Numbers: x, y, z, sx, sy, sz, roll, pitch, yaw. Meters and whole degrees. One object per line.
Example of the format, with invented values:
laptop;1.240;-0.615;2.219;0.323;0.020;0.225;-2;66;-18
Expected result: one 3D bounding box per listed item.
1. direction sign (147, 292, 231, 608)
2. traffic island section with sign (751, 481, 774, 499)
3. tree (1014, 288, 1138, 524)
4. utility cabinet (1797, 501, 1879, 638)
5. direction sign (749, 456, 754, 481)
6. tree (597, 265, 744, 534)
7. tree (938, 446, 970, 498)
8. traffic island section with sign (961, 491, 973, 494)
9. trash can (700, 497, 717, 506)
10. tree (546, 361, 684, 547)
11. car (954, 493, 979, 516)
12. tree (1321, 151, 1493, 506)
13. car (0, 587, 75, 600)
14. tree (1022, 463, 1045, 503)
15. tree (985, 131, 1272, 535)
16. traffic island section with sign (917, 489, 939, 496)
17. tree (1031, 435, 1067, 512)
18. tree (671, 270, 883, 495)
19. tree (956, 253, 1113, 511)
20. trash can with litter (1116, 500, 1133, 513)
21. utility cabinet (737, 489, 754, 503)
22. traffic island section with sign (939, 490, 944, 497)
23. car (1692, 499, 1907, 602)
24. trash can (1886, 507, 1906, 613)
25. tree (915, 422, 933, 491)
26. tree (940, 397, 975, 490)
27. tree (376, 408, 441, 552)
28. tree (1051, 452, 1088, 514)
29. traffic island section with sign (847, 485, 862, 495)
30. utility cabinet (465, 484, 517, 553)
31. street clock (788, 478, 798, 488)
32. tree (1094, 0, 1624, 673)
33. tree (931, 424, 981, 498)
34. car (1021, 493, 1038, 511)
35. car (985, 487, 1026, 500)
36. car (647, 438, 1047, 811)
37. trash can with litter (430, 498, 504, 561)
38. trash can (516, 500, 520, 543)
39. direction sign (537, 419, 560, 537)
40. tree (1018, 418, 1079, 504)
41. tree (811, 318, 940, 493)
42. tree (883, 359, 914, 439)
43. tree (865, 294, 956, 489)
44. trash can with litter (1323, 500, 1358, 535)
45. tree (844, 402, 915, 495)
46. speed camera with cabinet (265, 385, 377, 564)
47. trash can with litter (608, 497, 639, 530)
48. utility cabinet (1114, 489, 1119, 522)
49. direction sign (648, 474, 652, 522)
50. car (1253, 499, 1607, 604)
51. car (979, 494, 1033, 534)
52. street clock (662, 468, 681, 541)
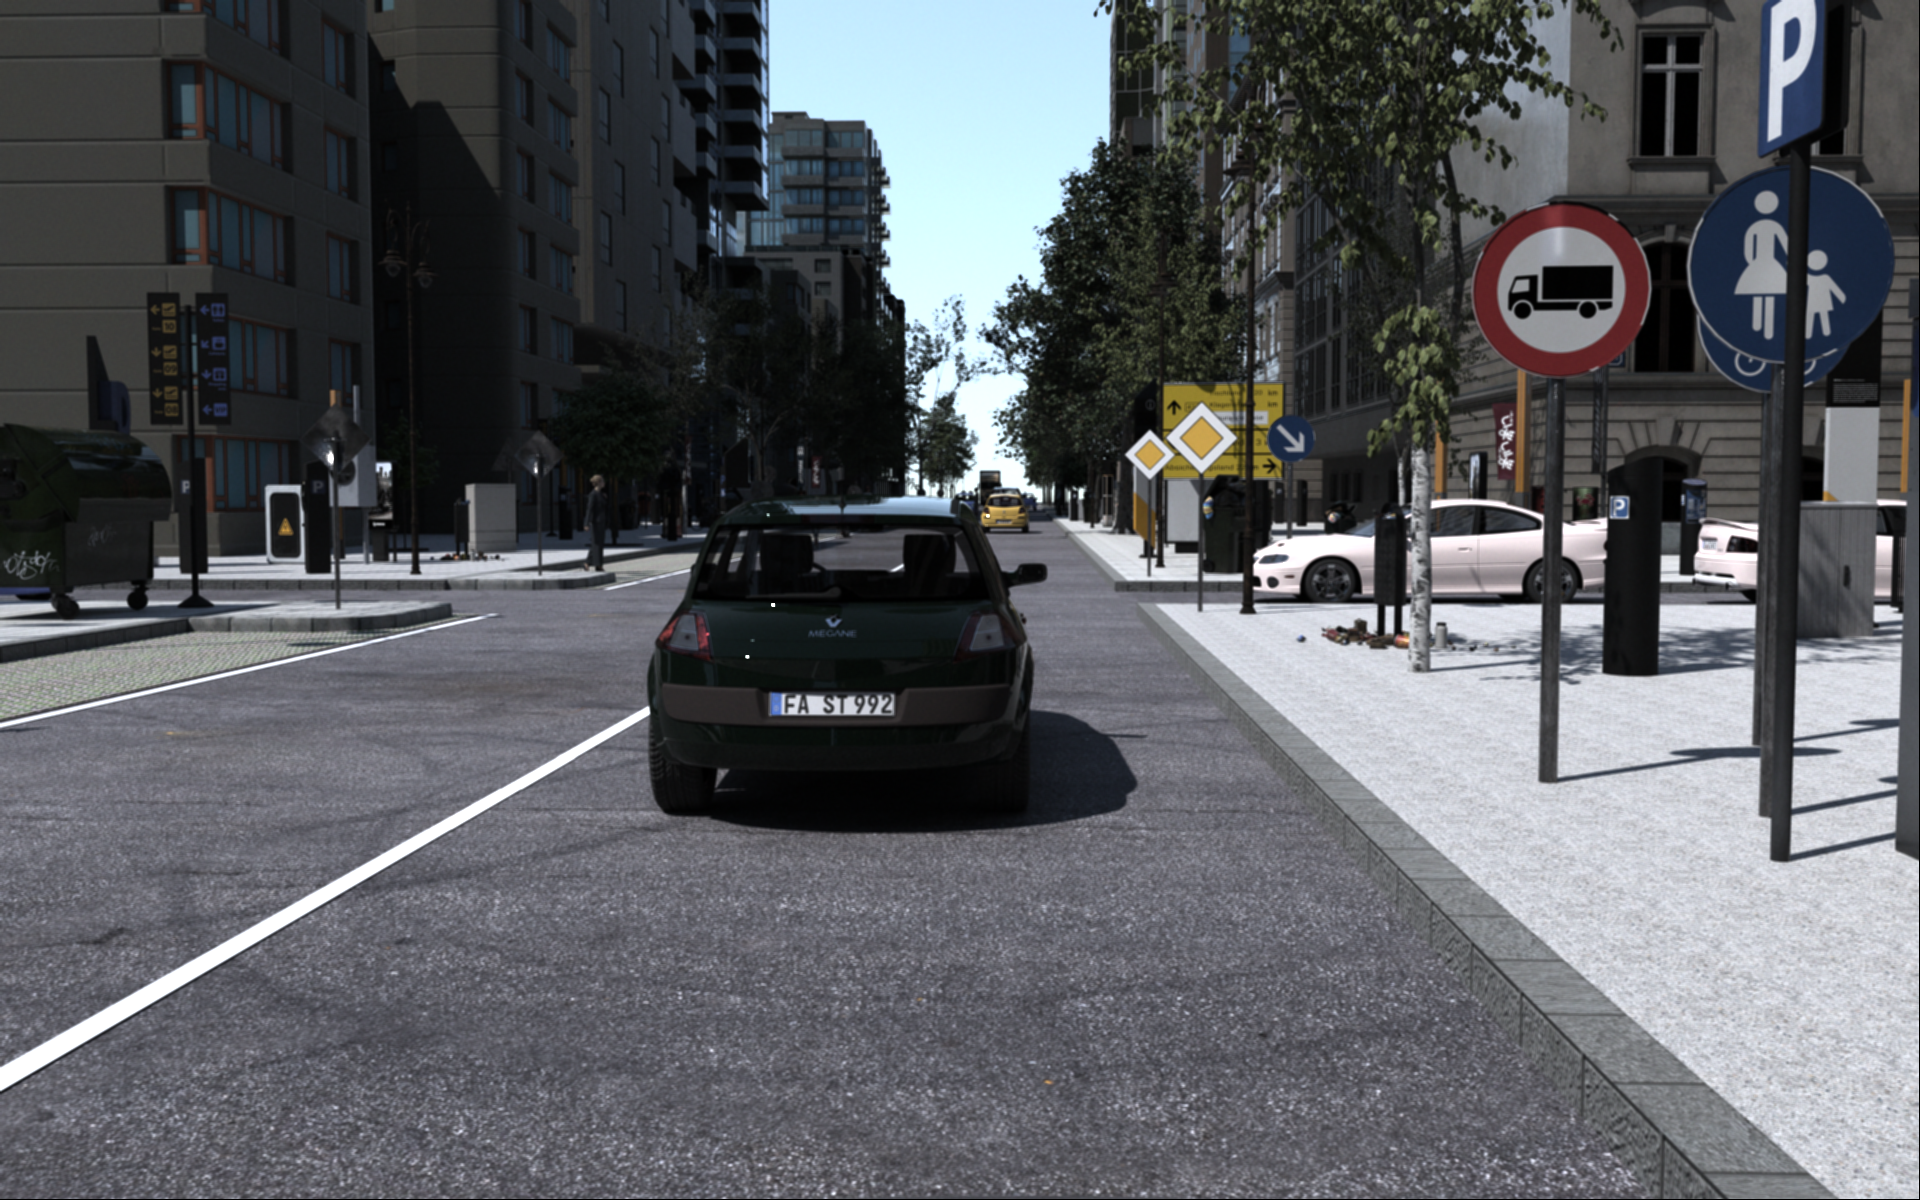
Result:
direction sign;-8.679;-1.686;19.564;0.876;3.537;0.379;0;4;-4
traffic island section with sign;-5.724;-2.535;50.071;1.989;1.847;2.006;0;4;2
tree;6.106;-8.577;74.643;7.601;10.594;8.767;3;5;43
utility cabinet;7.699;-0.268;15.552;1.020;1.237;0.306;-1;4;-13
direction sign;-12.534;-6.769;102.671;0.876;3.537;0.379;3;4;37
tree;-9.018;-6.407;55.118;4.360;8.622;3.978;0;3;0
tree;-0.608;-18.497;252.785;4.360;8.622;3.978;0;3;0
traffic island section with sign;1.561;-13.858;235.213;1.989;1.847;2.006;0;4;2
trash can;-11.075;-3.962;76.436;0.748;1.137;0.748;0;3;0
tree;-8.517;-3.622;42.934;4.285;4.588;4.351;0;3;0
car;0.320;-6.508;115.991;1.945;1.707;3.694;0;4;2
tree;9.521;-5.285;36.767;4.360;8.622;3.978;0;3;0
car;-13.387;-0.773;22.234;3.694;1.707;1.945;0;4;3
tree;12.693;-20.522;253.656;7.486;12.596;7.792;0;3;0
tree;5.375;-8.437;54.945;9.611;12.733;9.660;0;3;0
traffic island section with sign;-2.753;-7.163;125.736;1.989;1.847;2.006;0;4;2
tree;6.944;-10.518;122.335;4.360;8.622;3.978;0;3;0
tree;-8.087;-8.390;71.587;8.767;10.594;7.601;0;4;3
tree;6.973;-16.888;132.008;12.611;20.169;13.585;0;3;0
trash can with litter;6.583;-3.489;68.425;0.624;1.170;1.055;1;4;19
utility cabinet;-8.572;-3.668;68.651;1.173;1.500;0.318;0;4;-6
traffic island section with sign;-1.655;-8.862;153.519;1.989;1.847;2.006;0;4;2
car;11.880;-0.585;21.927;4.827;1.381;2.083;0;4;4
trash can;10.378;-0.428;18.647;0.748;1.137;0.748;0;3;0
tree;-4.392;-11.160;132.826;4.737;8.622;4.395;0;3;0
tree;-2.101;-17.376;202.228;7.486;12.596;7.792;0;3;0
tree;-12.625;-2.711;38.927;1.663;3.219;1.824;0;3;0
tree;7.572;-7.893;112.767;4.285;4.588;4.351;0;3;0
traffic island section with sign;-4.674;-4.187;77.085;1.989;1.847;2.006;0;4;2
utility cabinet;-10.190;-1.770;37.622;0.318;1.500;1.173;2;4;32
street clock;-7.689;-4.620;80.111;0.471;2.002;0.358;-2;4;-33
tree;3.081;-3.784;12.231;4.737;8.622;4.395;0;3;0
tree;-1.119;-19.546;245.336;9.928;11.665;9.643;0;3;0
car;5.696;-8.481;148.254;1.945;1.707;3.694;0;4;1
car;2.528;-5.313;95.536;2.281;1.827;5.304;0;4;1
car;-0.518;0.035;9.222;2.009;1.686;4.222;0;4;0
trash can with litter;-9.557;-1.405;34.033;1.678;1.210;2.233;0;4;2
trash can;-11.383;-1.941;43.389;0.748;1.137;0.748;0;3;0
direction sign;-12.354;-3.689;52.320;0.379;3.537;0.876;3;5;43
tree;12.590;-19.410;243.104;9.928;11.665;9.643;0;3;0
tree;-6.045;-11.871;112.219;7.486;12.596;7.792;0;3;0
tree;-6.484;-9.248;85.625;8.767;10.594;7.601;0;4;-8
tree;-2.469;-18.794;163.171;12.611;20.169;13.585;0;3;0
trash can with litter;6.552;-1.173;30.564;0.624;1.170;1.055;-1;4;-17
tree;-6.118;-10.410;120.568;4.737;8.622;4.395;0;3;0
speed camera with cabinet;-11.703;-2.283;31.669;2.038;3.252;0.660;1;4;18
trash can with litter;-11.945;-3.063;61.463;0.624;1.170;1.055;2;4;34
utility cabinet;7.451;-4.321;79.320;0.318;1.500;1.173;2;4;31
direction sign;-13.995;-5.288;78.449;0.379;3.537;0.876;-1;4;-15
car;6.186;-0.638;22.790;4.827;1.381;2.083;0;4;1
car;1.702;-3.313;64.392;2.015;1.641;3.980;0;4;3
street clock;-7.874;-2.616;47.343;0.358;2.002;0.471;3;5;44
